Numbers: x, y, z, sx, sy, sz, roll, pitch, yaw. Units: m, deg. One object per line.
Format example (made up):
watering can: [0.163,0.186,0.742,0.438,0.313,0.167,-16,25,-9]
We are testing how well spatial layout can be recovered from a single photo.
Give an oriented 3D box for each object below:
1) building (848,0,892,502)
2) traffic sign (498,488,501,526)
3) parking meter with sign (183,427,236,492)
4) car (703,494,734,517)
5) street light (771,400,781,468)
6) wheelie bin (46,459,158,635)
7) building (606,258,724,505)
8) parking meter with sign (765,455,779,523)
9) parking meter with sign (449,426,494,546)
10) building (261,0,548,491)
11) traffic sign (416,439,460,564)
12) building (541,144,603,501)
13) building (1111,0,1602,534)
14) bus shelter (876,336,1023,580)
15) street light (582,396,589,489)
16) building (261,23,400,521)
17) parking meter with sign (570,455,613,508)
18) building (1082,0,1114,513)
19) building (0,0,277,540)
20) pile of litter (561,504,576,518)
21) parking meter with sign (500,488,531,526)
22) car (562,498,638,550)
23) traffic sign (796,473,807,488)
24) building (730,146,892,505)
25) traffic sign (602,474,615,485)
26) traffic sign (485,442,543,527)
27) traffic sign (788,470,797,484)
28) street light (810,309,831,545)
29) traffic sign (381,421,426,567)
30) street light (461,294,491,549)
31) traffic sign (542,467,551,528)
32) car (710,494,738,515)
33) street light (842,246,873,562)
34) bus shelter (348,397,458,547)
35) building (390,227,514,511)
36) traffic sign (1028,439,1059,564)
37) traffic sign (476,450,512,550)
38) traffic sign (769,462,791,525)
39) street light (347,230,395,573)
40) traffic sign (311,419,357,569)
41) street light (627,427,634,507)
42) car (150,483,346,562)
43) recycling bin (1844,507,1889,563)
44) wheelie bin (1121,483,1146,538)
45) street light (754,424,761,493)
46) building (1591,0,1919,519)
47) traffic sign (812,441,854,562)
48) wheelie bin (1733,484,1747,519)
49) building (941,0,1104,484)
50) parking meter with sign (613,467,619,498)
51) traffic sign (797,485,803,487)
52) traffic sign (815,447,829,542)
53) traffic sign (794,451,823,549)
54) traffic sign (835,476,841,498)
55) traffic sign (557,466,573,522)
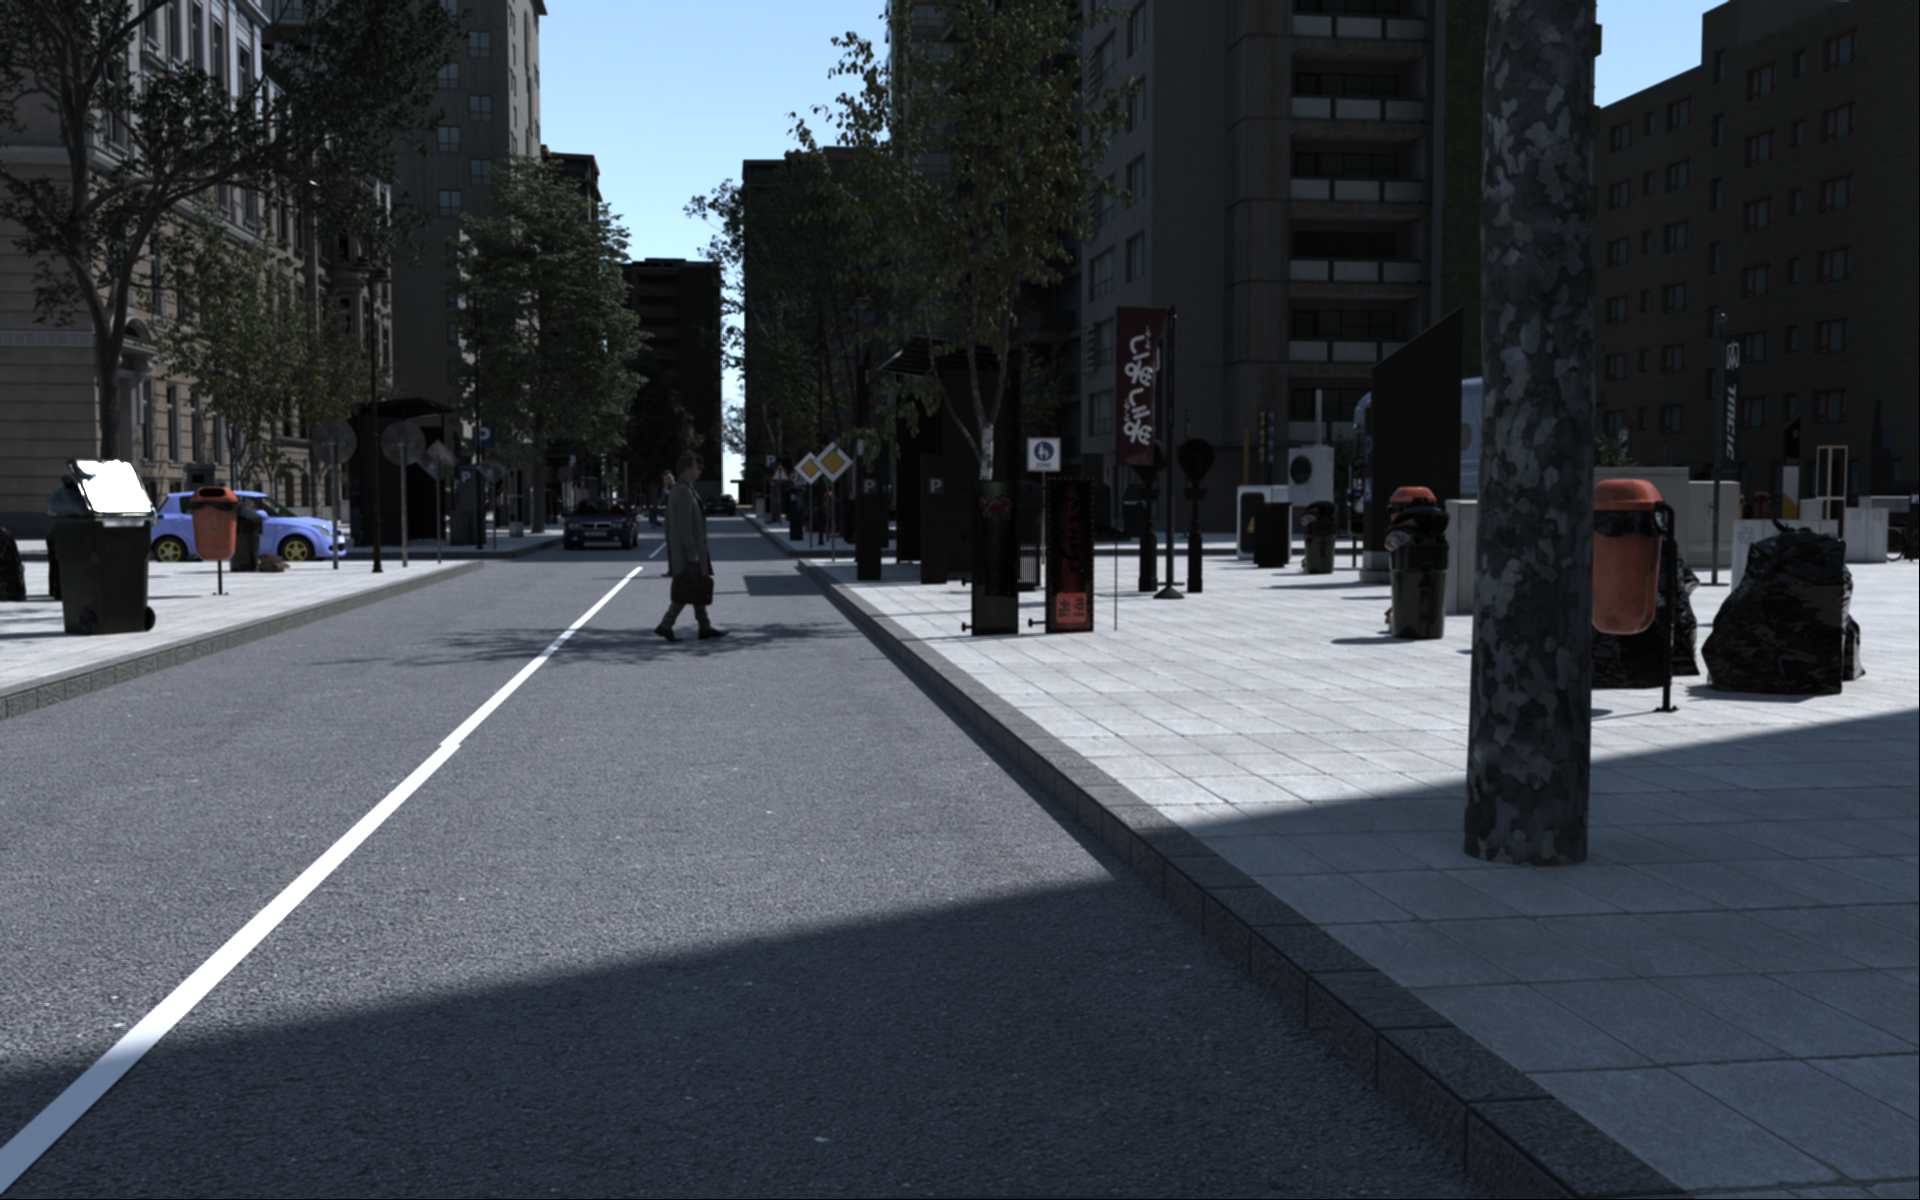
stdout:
building: [1.503,-52.117,164.783,22.319,86.520,31.000,0,4,-8]
traffic sign: [-18.275,-4.194,68.684,0.768,2.556,0.104,0,4,-3]
parking meter with sign: [-19.539,-2.947,44.440,1.738,3.016,0.543,-3,4,-39]
car: [-15.580,-6.248,111.949,2.009,1.686,4.222,-1,4,-8]
street light: [-8.391,-6.508,79.199,0.468,5.910,1.993,0,4,-8]
wheelie bin: [-7.952,-0.495,16.007,0.693,1.594,0.980,2,4,29]
building: [-36.536,-27.113,214.992,14.107,30.474,14.160,0,4,-8]
parking meter with sign: [-8.352,-4.959,77.333,0.543,3.016,1.738,0,4,-1]
parking meter with sign: [-12.345,-2.901,43.697,0.543,3.016,1.738,0,4,8]
building: [-53.373,-34.951,160.681,27.495,52.752,28.713,0,4,-8]
traffic sign: [-9.587,-1.725,31.847,0.795,2.450,0.064,0,4,-8]
building: [-59.152,-34.231,214.307,28.867,44.769,22.147,0,4,-8]
building: [12.435,-23.032,60.167,14.086,41.232,14.154,0,4,-8]
bus shelter: [-0.263,-2.309,29.042,1.731,3.624,6.357,0,4,-8]
street light: [-16.196,-6.254,75.042,0.468,5.910,1.993,0,4,-8]
building: [-36.042,-16.216,84.224,14.460,24.649,34.723,0,4,-8]
parking meter with sign: [-16.593,-4.980,77.682,0.543,3.016,1.738,3,5,44]
building: [2.639,-27.219,128.622,14.154,41.232,14.086,0,4,-8]
building: [-31.807,-16.576,56.918,13.634,28.700,20.117,0,4,-8]
pile of litter: [-20.610,-4.803,92.498,1.176,0.858,1.719,-3,4,-36]
parking meter with sign: [-17.867,-4.538,70.456,1.738,3.016,0.543,0,4,0]
car: [-9.482,-2.034,45.842,1.945,1.354,3.894,0,4,-7]
traffic sign: [-7.482,-4.862,81.616,0.606,2.300,0.079,0,4,0]
building: [-14.925,-34.641,220.997,28.867,44.769,22.147,0,4,-8]
traffic sign: [-21.003,-6.326,103.542,0.768,2.556,0.104,0,4,0]
traffic sign: [-17.526,-4.542,68.131,2.265,3.308,0.079,0,4,-2]
traffic sign: [-8.600,-5.528,90.490,0.768,2.556,0.104,0,4,-7]
street light: [-3.502,-4.322,43.457,0.468,5.910,1.993,0,4,-8]
traffic sign: [-9.742,-1.848,30.328,0.768,2.556,0.104,0,4,-5]
street light: [-11.176,-4.119,40.131,0.468,5.910,1.993,0,4,-8]
traffic sign: [-15.761,-3.878,65.528,0.606,2.300,0.079,0,4,-4]
car: [-16.217,-6.647,118.471,2.009,1.686,4.222,0,4,-8]
street light: [-1.915,-3.651,32.489,0.468,5.910,1.993,0,4,-8]
bus shelter: [-14.385,-3.289,45.060,1.731,3.624,6.357,0,4,-8]
building: [-48.117,-17.129,125.104,27.650,21.520,28.899,0,4,-8]
traffic sign: [1.514,-1.795,31.482,0.606,2.300,0.079,0,4,-8]
traffic sign: [-10.690,-2.209,39.756,0.795,2.450,0.064,0,4,-8]
traffic sign: [-7.338,-4.326,70.738,0.884,2.594,0.081,0,4,-5]
street light: [-9.541,-3.388,28.186,0.468,5.910,1.993,0,4,-8]
traffic sign: [-10.689,-1.802,29.576,0.768,2.556,0.104,0,4,-2]
street light: [-20.957,-8.392,109.989,0.468,5.910,1.993,0,4,-8]
car: [-14.337,-1.546,34.869,3.694,1.707,1.945,-1,4,-9]
recycling bin: [16.929,-1.218,32.472,0.722,1.027,0.722,1,4,17]
wheelie bin: [5.208,-2.654,51.296,0.980,1.594,0.693,3,5,41]
street light: [-13.315,-8.644,114.123,0.468,5.910,1.993,0,4,-8]
building: [44.257,-13.806,70.774,28.899,21.520,27.650,0,4,-8]
traffic sign: [-2.409,-1.785,32.824,0.795,2.450,0.064,0,4,-8]
wheelie bin: [22.282,-2.571,49.937,0.693,1.594,0.980,1,4,18]
building: [10.665,-26.864,93.850,22.147,44.769,28.867,0,4,-8]
parking meter with sign: [-22.522,-7.003,110.756,1.738,3.016,0.543,3,5,44]
traffic sign: [-10.208,-6.749,110.455,0.768,2.556,0.104,0,4,0]
traffic sign: [-3.571,-2.849,46.683,0.768,2.556,0.104,0,4,-2]
traffic sign: [-3.513,-2.269,40.733,0.795,2.450,0.064,0,4,-8]
traffic sign: [-5.705,-5.059,82.824,0.768,2.556,0.104,0,4,-5]
traffic sign: [-17.918,-4.808,78.717,0.768,2.556,0.104,0,4,-2]
